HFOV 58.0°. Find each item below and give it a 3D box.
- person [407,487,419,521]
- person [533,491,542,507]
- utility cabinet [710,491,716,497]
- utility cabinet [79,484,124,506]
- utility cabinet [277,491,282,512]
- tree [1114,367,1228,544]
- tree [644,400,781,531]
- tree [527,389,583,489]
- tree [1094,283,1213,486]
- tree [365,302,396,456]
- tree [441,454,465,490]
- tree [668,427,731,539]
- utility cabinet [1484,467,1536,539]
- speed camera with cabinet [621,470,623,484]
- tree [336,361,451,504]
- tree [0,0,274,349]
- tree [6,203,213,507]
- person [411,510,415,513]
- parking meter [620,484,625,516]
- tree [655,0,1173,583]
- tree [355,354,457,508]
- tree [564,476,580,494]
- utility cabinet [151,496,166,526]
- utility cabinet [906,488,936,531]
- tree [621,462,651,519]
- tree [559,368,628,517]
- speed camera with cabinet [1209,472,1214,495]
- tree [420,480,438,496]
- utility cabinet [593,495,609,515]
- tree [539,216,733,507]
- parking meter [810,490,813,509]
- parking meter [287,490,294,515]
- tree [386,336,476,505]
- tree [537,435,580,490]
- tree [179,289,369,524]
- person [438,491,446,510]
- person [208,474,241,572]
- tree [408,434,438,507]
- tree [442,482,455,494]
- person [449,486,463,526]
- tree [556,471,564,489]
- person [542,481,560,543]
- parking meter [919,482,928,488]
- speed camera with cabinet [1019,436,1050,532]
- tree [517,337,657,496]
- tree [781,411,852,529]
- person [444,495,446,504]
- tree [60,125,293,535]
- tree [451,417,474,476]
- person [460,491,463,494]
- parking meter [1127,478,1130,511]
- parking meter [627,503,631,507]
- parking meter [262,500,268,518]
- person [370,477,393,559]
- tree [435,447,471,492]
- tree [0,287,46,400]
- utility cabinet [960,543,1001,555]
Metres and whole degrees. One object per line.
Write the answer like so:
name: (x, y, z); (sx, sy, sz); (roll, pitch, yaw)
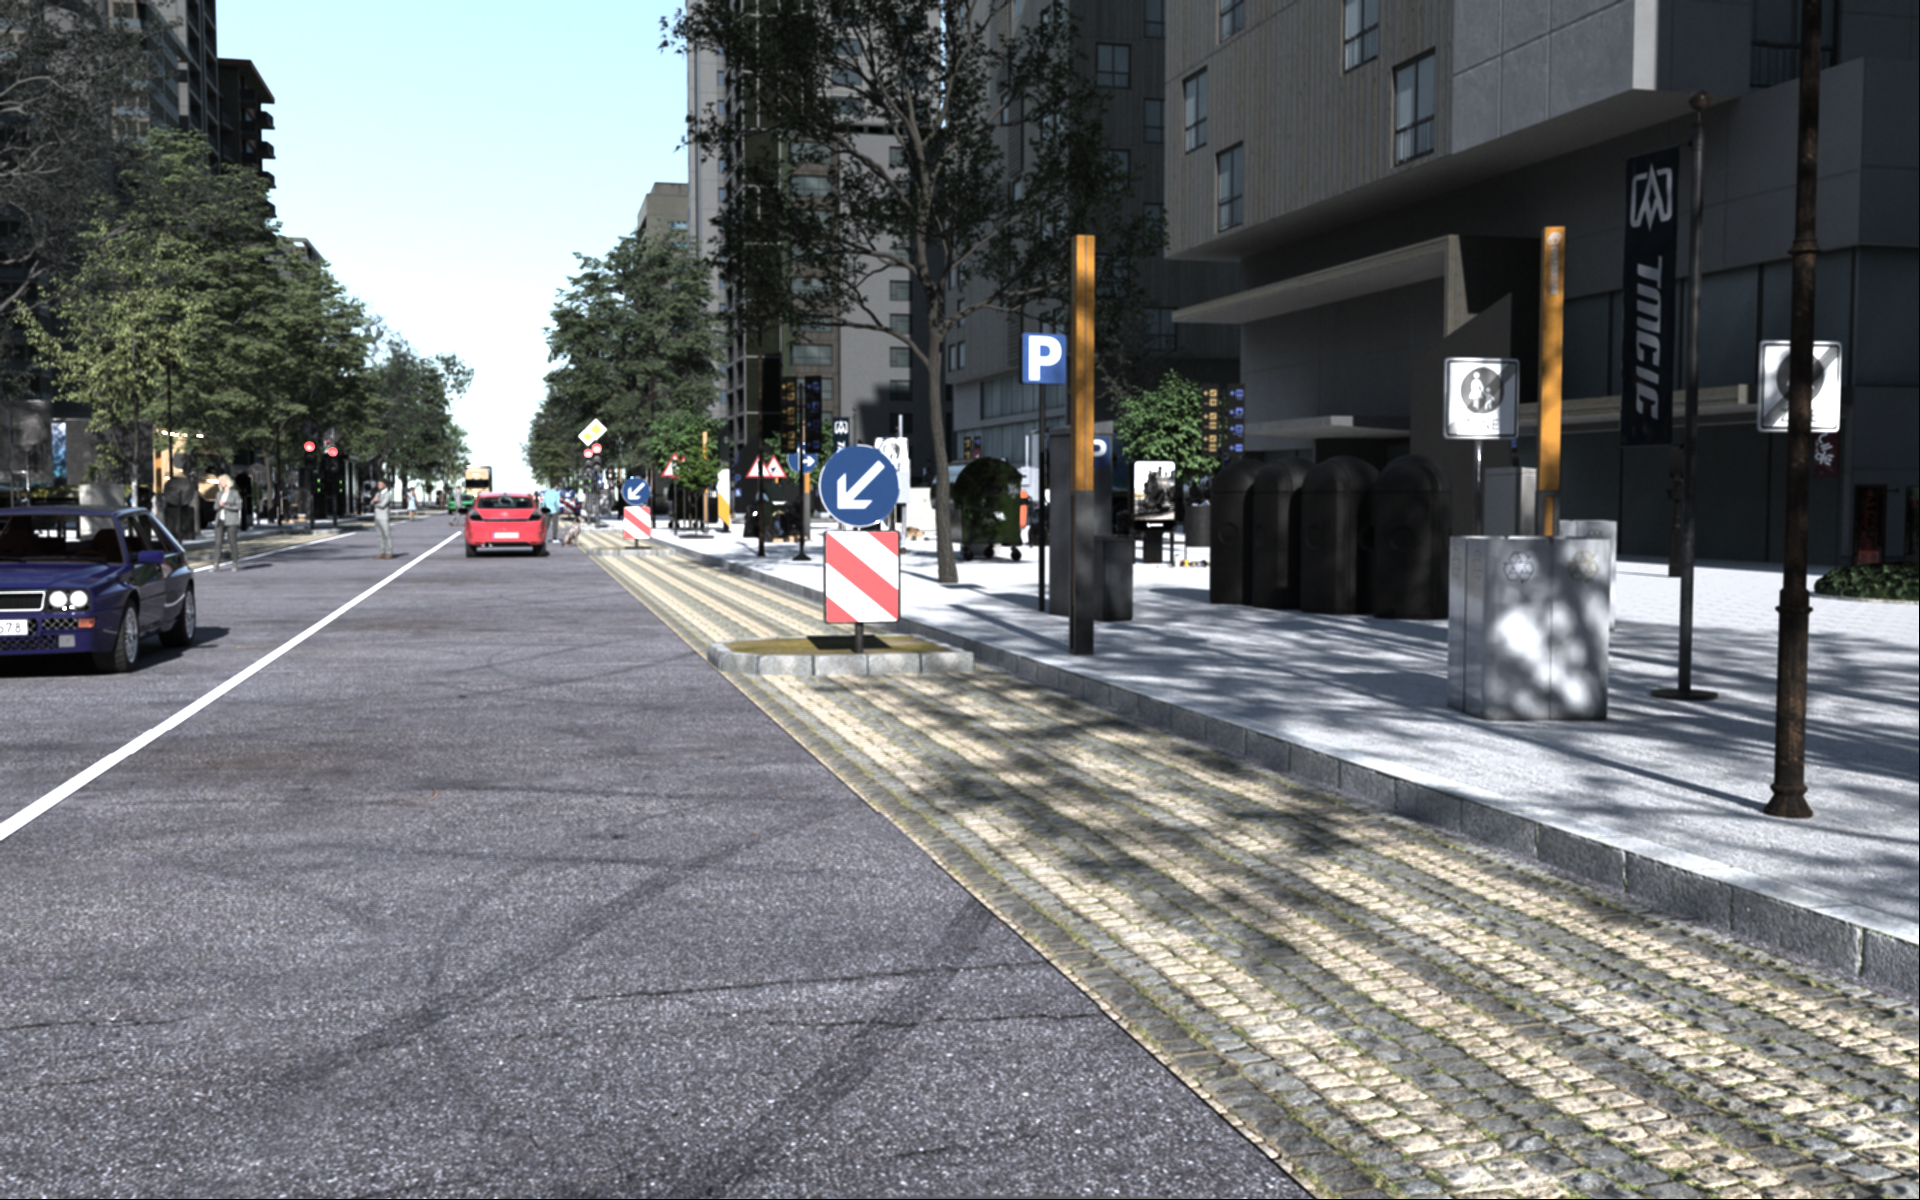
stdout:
person: (-28.762, -5.040, 90.990); (0.616, 1.811, 0.778); (-1, 4, -20)
person: (-37.735, -8.886, 154.503); (1.217, 1.735, 0.721); (0, 4, 5)
utility cabinet: (-18.004, -7.192, 126.267); (1.173, 1.500, 0.318); (-1, 4, -16)
utility cabinet: (-19.308, -1.853, 38.973); (0.318, 1.500, 1.173); (1, 4, 8)
utility cabinet: (-53.334, -7.781, 135.892); (1.173, 1.500, 0.318); (-2, 4, -34)
tree: (5.603, -3.750, 45.023); (4.285, 4.588, 4.351); (0, 3, 0)
tree: (-9.446, -4.722, 60.925); (4.285, 4.588, 4.351); (0, 3, 0)
tree: (-40.509, -15.831, 176.960); (7.486, 12.596, 7.792); (0, 3, 0)
tree: (6.390, -6.714, 60.138); (4.360, 8.622, 3.978); (0, 3, 0)
tree: (-31.115, -10.081, 82.951); (7.486, 12.596, 7.792); (0, 3, 0)
tree: (-80.901, -19.929, 276.197); (4.737, 8.622, 4.395); (0, 3, 0)
tree: (-7.749, -3.409, 50.339); (1.663, 3.219, 1.824); (0, 3, 0)
utility cabinet: (4.692, -0.361, 14.578); (0.318, 1.500, 1.173); (0, 4, 5)
speed camera with cabinet: (-27.349, -9.090, 142.965); (0.660, 3.252, 2.038); (-3, 5, -43)
tree: (-44.895, -12.729, 133.876); (9.928, 11.665, 9.643); (0, 3, 0)
tree: (-16.552, -7.099, 26.442); (12.009, 13.543, 11.850); (0, 3, 0)
tree: (-20.915, -5.677, 43.189); (4.737, 8.622, 4.395); (0, 3, 0)
person: (-40.993, -7.411, 129.773); (0.635, 1.810, 0.391); (2, 4, 31)
parking meter: (-19.877, -5.878, 101.815); (0.255, 1.863, 0.399); (1, 4, 14)
tree: (-0.506, -5.523, 24.717); (7.601, 10.594, 8.767); (0, 4, 7)
tree: (-49.718, -15.190, 155.017); (9.857, 13.997, 8.962); (0, 3, 0)
tree: (-38.134, -10.818, 171.478); (1.663, 3.219, 1.824); (0, 3, 0)
utility cabinet: (-28.583, -3.083, 61.571); (1.020, 1.237, 0.306); (3, 5, 40)
utility cabinet: (-1.319, -3.069, 58.853); (1.173, 1.500, 0.318); (-1, 4, -23)
tree: (-17.095, -5.818, 89.723); (1.663, 3.219, 1.824); (0, 3, 0)
tree: (-20.033, -9.026, 97.943); (4.360, 8.622, 3.978); (0, 3, 0)
speed camera with cabinet: (9.614, -4.528, 68.370); (0.660, 3.252, 2.038); (1, 4, 18)
tree: (-56.045, -11.472, 182.172); (1.663, 3.219, 1.824); (0, 3, 0)
utility cabinet: (-21.798, -5.759, 105.329); (1.020, 1.237, 0.306); (0, 4, 3)
tree: (-15.204, -10.651, 80.793); (9.857, 13.997, 8.962); (0, 3, 0)
parking meter: (-9.785, -6.520, 115.020); (0.372, 1.533, 0.369); (0, 3, 0)
parking meter: (-37.953, -5.490, 98.166); (0.372, 1.533, 0.369); (0, 3, 0)
tree: (-65.259, -21.576, 208.649); (12.611, 20.169, 13.585); (0, 3, 0)
tree: (-53.923, -18.960, 235.757); (9.928, 11.665, 9.643); (0, 3, 0)
tree: (-29.743, -8.581, 74.711); (8.767, 10.594, 7.601); (-1, 4, -10)
person: (-47.172, -9.085, 157.589); (0.434, 1.755, 0.990); (2, 4, 29)
person: (-13.574, -1.429, 32.048); (0.537, 1.800, 0.526); (1, 4, 16)
tree: (-54.922, -13.855, 176.889); (4.360, 8.622, 3.978); (0, 3, 0)
tree: (-69.899, -14.766, 236.023); (1.663, 3.219, 1.824); (0, 3, 0)
person: (-22.620, -4.250, 78.111); (0.853, 1.813, 0.709); (-3, 4, -36)
tree: (-57.035, -18.112, 246.500); (4.737, 8.622, 4.395); (0, 3, 0)
person: (-12.121, -2.612, 51.228); (0.660, 1.820, 0.620); (1, 4, 18)
parking meter: (-1.826, -4.922, 86.178); (0.399, 1.863, 0.255); (2, 4, 32)
speed camera with cabinet: (2.951, -3.929, 58.573); (2.038, 3.252, 0.660); (2, 4, 33)
tree: (-28.347, -13.694, 134.273); (12.009, 13.543, 11.850); (0, 3, 0)
tree: (-5.575, -4.938, 64.444); (4.285, 4.588, 4.351); (0, 3, 0)
person: (-47.756, -9.073, 160.071); (0.599, 1.433, 0.991); (0, 4, -2)
tree: (-24.096, -8.331, 54.346); (7.486, 12.596, 7.792); (0, 3, 0)
tree: (-68.462, -18.607, 229.980); (9.928, 11.665, 9.643); (0, 3, 0)
person: (-39.374, -7.820, 136.454); (0.694, 1.812, 0.767); (-3, 4, -38)
parking meter: (5.373, -2.920, 53.451); (0.255, 1.863, 0.399); (-2, 4, -32)
parking meter: (-21.926, -6.522, 115.042); (0.372, 1.533, 0.369); (0, 3, 0)
parking meter: (-38.633, -5.532, 96.165); (0.399, 1.863, 0.255); (1, 4, 13)
person: (-12.866, -1.820, 38.445); (0.511, 1.800, 0.466); (2, 4, 24)
tree: (-86.198, -22.052, 294.966); (7.601, 10.594, 8.767); (-1, 4, -8)
tree: (-32.271, -6.512, 56.835); (4.360, 8.622, 3.978); (0, 3, 0)
utility cabinet: (0.448, -1.552, 36.544); (0.306, 1.237, 1.020); (3, 5, 42)
